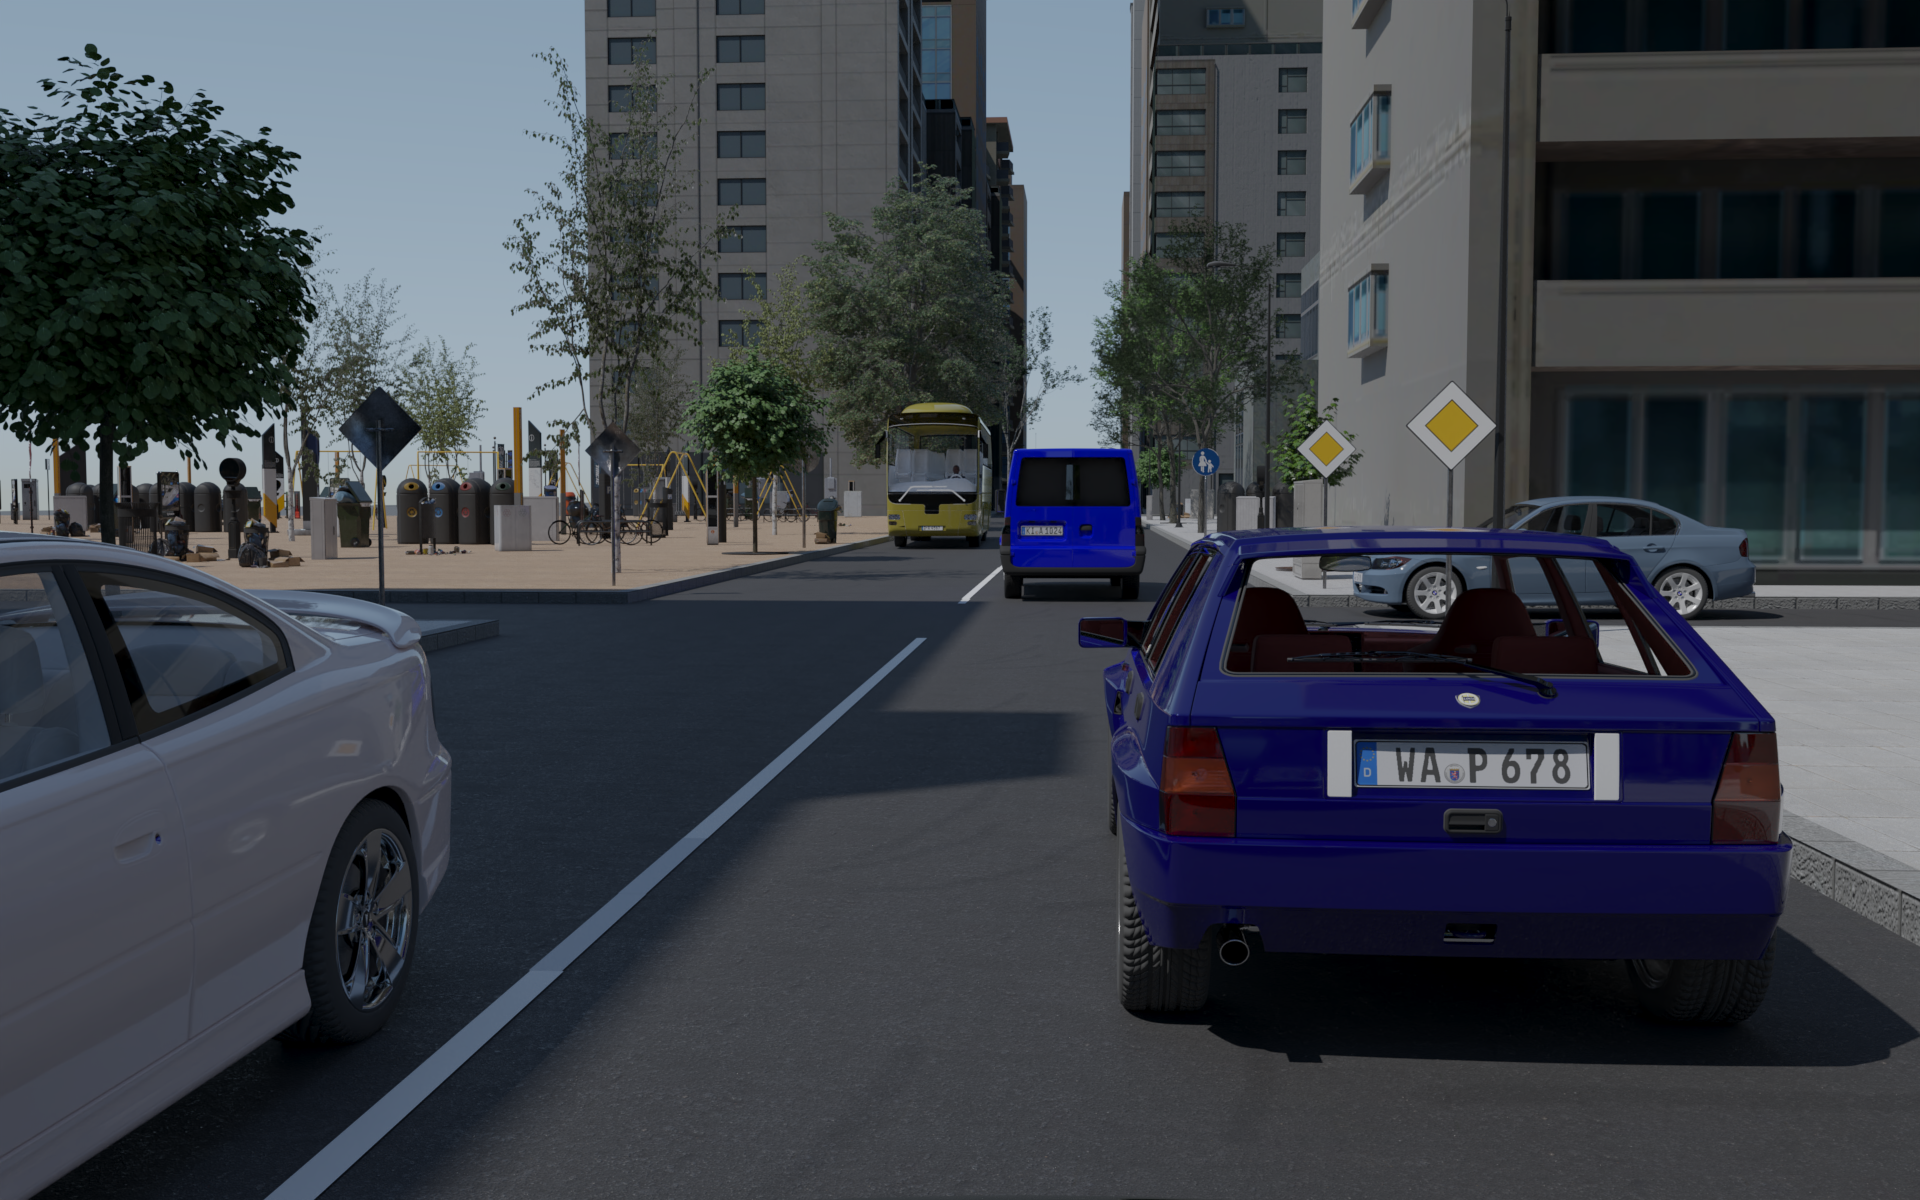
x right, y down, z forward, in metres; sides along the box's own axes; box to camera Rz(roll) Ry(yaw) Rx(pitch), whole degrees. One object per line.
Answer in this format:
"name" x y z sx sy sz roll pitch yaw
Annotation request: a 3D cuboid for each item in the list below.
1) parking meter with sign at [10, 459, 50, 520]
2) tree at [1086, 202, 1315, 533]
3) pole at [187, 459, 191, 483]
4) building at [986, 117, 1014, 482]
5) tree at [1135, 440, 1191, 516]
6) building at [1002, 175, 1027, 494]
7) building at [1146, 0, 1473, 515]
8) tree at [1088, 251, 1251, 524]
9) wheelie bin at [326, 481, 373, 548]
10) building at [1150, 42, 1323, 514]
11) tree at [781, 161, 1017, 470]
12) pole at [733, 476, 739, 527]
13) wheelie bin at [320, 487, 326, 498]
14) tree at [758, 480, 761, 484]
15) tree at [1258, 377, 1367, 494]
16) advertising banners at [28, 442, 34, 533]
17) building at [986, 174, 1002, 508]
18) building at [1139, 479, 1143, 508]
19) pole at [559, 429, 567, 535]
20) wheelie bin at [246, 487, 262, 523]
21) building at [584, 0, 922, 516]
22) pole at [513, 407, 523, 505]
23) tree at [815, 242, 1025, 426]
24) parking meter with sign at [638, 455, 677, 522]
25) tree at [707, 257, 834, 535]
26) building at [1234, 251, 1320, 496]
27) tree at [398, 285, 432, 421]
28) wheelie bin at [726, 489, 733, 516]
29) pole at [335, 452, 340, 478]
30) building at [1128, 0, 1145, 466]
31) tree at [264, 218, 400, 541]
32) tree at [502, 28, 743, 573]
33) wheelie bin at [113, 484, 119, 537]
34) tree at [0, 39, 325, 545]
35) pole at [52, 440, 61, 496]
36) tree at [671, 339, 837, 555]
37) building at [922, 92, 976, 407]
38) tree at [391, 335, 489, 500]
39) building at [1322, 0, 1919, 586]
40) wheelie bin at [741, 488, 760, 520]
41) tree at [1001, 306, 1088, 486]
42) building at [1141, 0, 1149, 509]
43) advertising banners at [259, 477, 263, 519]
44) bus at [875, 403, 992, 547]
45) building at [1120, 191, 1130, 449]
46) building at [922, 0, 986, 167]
"parking meter with sign" -45.808 -5.446 85.298 1.738 3.016 0.543 -1 4 -14
"tree" 7.710 -7.468 56.515 8.767 10.594 7.601 3 5 41
"pole" -42.584 -6.232 95.733 0.158 3.312 0.155 0 3 0
"building" -5.166 -33.240 198.099 22.147 44.769 28.867 0 4 4
"tree" 12.035 -7.303 103.125 4.285 4.588 4.351 0 3 0
"building" 2.317 -36.339 244.248 14.600 45.320 14.200 0 4 4
"building" 25.392 -31.072 131.725 21.300 48.544 21.600 0 4 4
"tree" 9.122 -9.124 74.932 9.928 11.665 9.643 0 3 0
"wheelie bin" -14.563 -2.057 41.545 0.693 1.594 0.980 1 4 9
"building" 19.680 -20.986 114.820 14.160 30.474 14.107 0 4 4
"tree" -2.222 -9.886 68.286 9.857 13.997 8.962 0 3 0
"pole" -8.692 -4.482 67.128 0.158 3.312 0.155 0 3 0
"wheelie bin" -26.385 -3.947 72.444 0.980 1.594 0.693 3 4 36
"tree" -11.192 -8.558 90.290 4.360 8.622 3.978 0 3 0
"tree" 5.796 -2.090 28.770 1.663 3.219 1.824 0 3 0
"advertising banners" -21.514 -2.685 40.094 0.090 3.025 2.074 -2 4 -28
"building" -3.555 -23.498 155.901 14.160 30.474 14.107 0 4 4
"building" 24.118 -29.389 164.105 14.154 41.232 14.086 0 4 4
"pole" -12.496 -3.709 54.489 0.158 3.312 0.155 0 3 0
"wheelie bin" -30.172 -4.016 73.566 0.693 1.594 0.980 3 5 42
"building" -10.797 -41.033 109.141 20.563 71.187 20.611 0 4 4
"pole" -10.365 -2.863 40.660 0.158 3.312 0.155 0 3 0
"tree" -1.837 -10.446 81.158 12.009 13.543 11.850 0 3 0
"parking meter with sign" -13.654 -5.014 78.233 1.738 3.016 0.543 -1 4 -10
"tree" -5.864 -6.353 54.230 4.737 8.622 4.395 0 3 0
"building" 24.860 -46.632 75.110 22.319 86.520 31.000 0 4 4
"tree" -19.728 -6.535 57.210 4.360 8.622 3.978 0 3 0
"wheelie bin" -13.218 -5.617 99.739 0.980 1.594 0.693 -3 5 -39
"pole" -29.307 -5.365 81.566 0.158 3.312 0.155 0 3 0
"building" 29.756 -40.030 196.493 21.231 58.520 28.212 0 4 4
"tree" -17.924 -5.901 46.850 4.360 8.622 3.978 0 3 0
"tree" -5.606 -4.757 28.147 4.360 8.622 3.978 0 3 0
"wheelie bin" -25.281 -2.688 51.852 0.980 1.594 0.693 2 4 31
"tree" -6.250 -1.778 12.780 4.285 4.588 4.351 0 3 0
"pole" -31.807 -4.107 60.999 0.158 3.312 0.155 0 3 0
"tree" -4.460 -3.258 36.983 4.285 4.588 4.351 0 3 0
"building" -6.249 -21.757 127.428 14.160 30.474 14.107 0 4 4
"tree" -23.528 -7.895 79.441 4.737 8.622 4.395 0 3 0
"building" 18.093 -24.972 31.991 21.600 48.544 21.300 0 4 4
"wheelie bin" -10.525 -4.835 86.959 0.980 1.594 0.693 -1 4 -10
"tree" 6.209 -19.451 173.914 12.611 20.169 13.585 0 3 0
"building" 22.783 -30.570 149.923 14.600 45.320 14.200 0 4 4
"advertising banners" -33.707 -5.306 82.935 0.090 3.025 2.074 1 4 23
"bus" -0.477 -3.595 50.329 2.896 3.916 12.252 0 4 2
"building" 30.160 -36.611 248.700 14.600 45.320 14.200 0 4 4
"building" -5.150 -30.048 141.398 14.600 45.320 14.200 0 4 4
